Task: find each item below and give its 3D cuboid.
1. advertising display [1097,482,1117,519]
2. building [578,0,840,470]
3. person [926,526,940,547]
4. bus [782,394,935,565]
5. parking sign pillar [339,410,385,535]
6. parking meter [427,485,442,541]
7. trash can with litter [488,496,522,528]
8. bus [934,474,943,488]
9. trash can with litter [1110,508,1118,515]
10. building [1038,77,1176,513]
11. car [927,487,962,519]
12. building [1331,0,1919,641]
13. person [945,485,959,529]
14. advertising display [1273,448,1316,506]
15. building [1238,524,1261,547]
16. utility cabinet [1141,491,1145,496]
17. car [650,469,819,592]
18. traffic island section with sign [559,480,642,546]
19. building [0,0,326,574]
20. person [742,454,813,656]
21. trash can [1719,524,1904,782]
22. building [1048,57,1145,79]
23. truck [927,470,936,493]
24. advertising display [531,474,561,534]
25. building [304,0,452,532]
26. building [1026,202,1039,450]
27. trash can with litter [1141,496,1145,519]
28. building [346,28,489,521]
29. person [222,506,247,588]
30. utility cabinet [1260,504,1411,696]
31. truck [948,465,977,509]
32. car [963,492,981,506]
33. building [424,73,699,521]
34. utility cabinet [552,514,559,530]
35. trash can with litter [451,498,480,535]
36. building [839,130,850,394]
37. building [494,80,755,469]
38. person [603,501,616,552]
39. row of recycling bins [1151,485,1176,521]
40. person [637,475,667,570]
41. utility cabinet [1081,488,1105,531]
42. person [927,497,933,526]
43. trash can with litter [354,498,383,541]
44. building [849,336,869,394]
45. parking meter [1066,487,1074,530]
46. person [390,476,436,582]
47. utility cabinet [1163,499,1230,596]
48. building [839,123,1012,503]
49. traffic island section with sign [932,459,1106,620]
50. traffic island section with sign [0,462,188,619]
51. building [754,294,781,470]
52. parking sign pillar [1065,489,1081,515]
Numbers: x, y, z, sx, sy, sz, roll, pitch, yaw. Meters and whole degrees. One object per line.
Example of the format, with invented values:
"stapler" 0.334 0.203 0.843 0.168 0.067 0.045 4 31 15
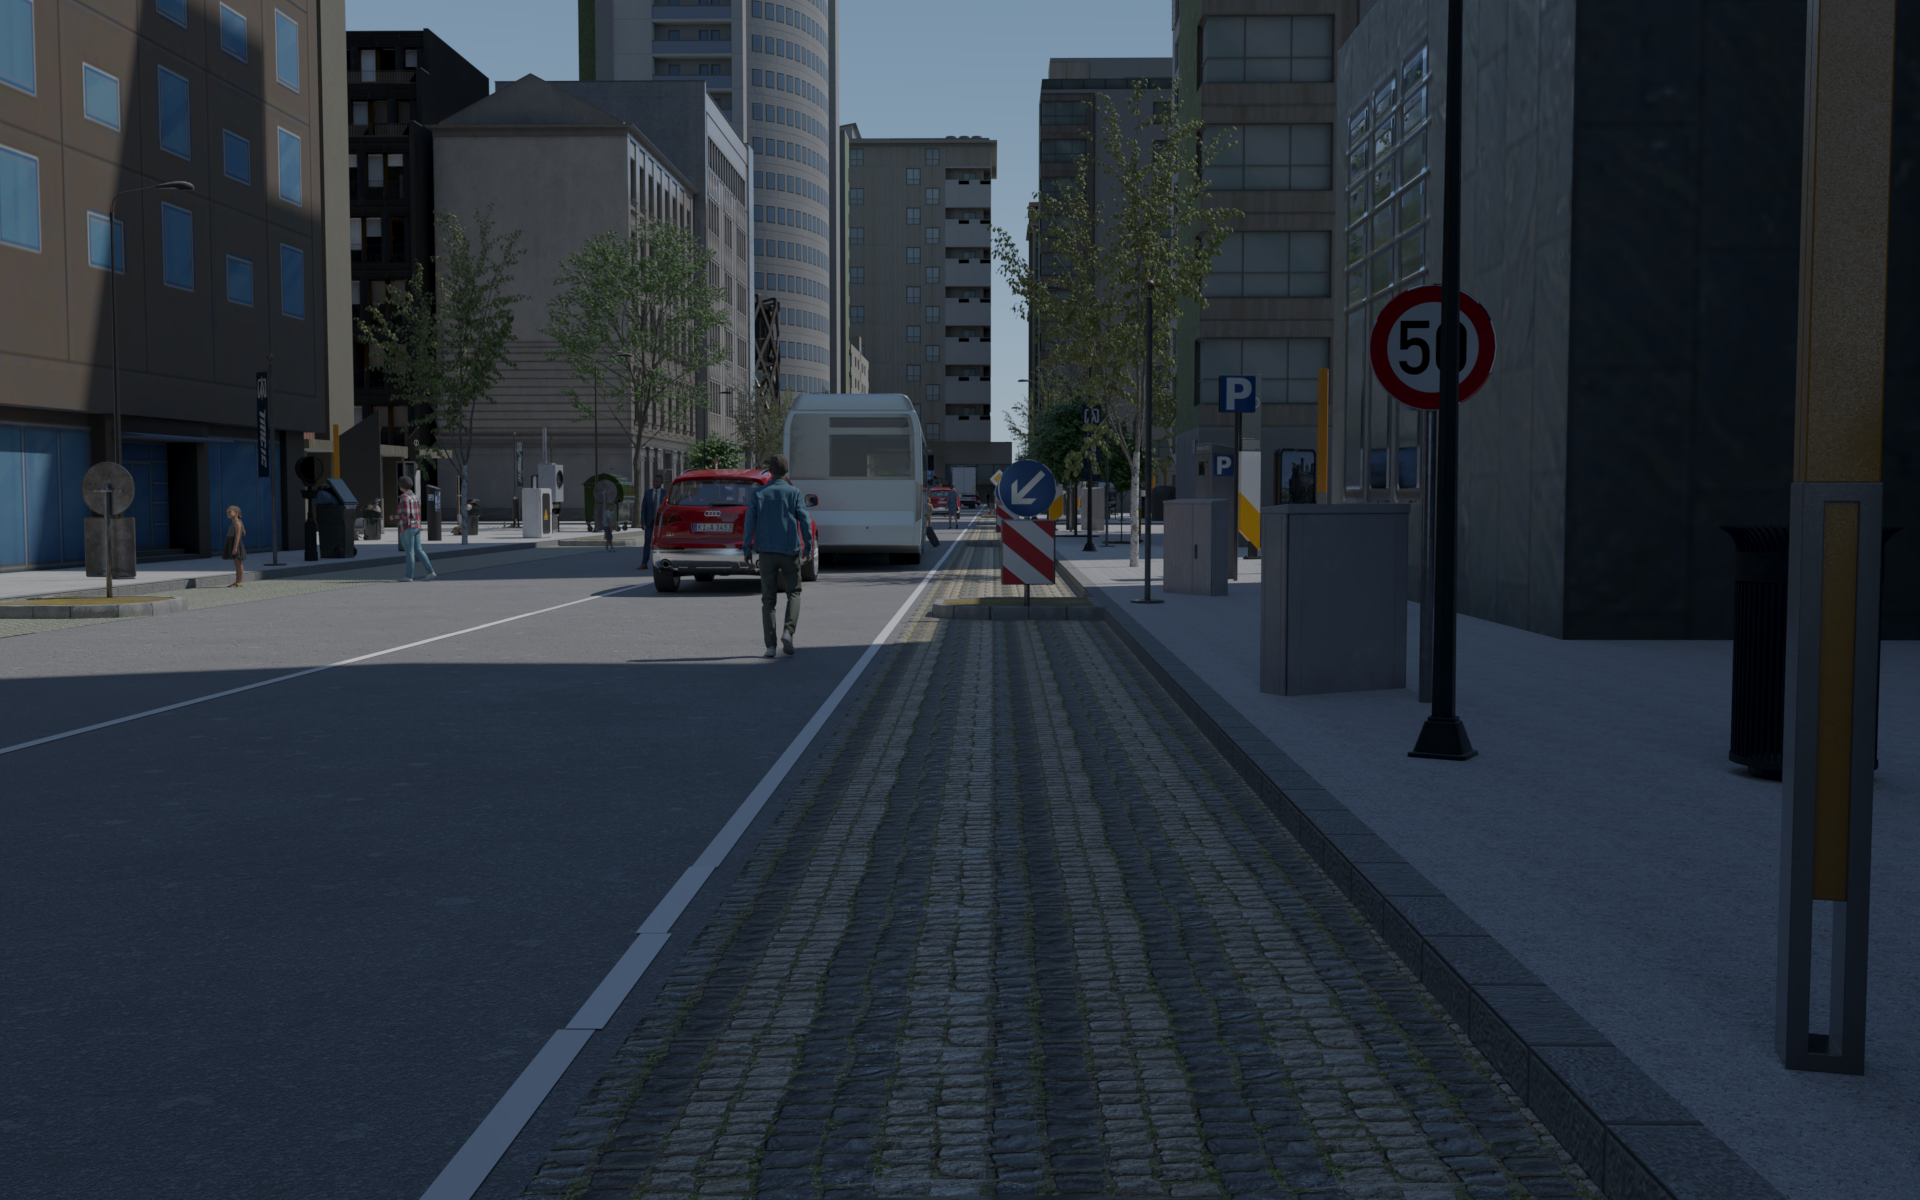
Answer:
"advertising display" 7.442 -5.046 87.709 0.974 1.923 0.123 0 4 7
"building" -23.310 -38.229 167.049 21.231 58.520 28.212 0 4 1
"person" -1.286 -2.314 46.545 1.509 1.804 0.699 -1 4 -11
"bus" -2.049 -2.661 38.368 2.948 3.499 13.247 0 4 -1
"parking sign pillar" -19.179 -4.090 55.345 1.447 3.967 1.447 -1 4 -13
"parking meter" -14.394 -2.385 47.411 0.372 1.533 0.369 0 3 0
"trash can with litter" -16.729 -3.320 65.338 1.678 1.210 2.233 -2 4 -32
"bus" -3.636 -13.270 208.504 2.896 3.916 12.252 0 4 3
"trash can with litter" 9.028 -5.731 104.752 1.678 1.210 2.233 1 4 11
"building" 12.578 -21.549 124.019 14.160 30.474 14.107 0 4 1
"car" -1.016 -5.613 100.448 2.281 1.827 5.304 0 4 -1
"building" 16.356 -42.490 7.376 22.319 86.520 31.000 0 4 1
"person" -0.317 -3.826 71.076 0.581 1.822 0.654 -1 4 -21
"advertising display" 4.756 -1.187 24.623 0.123 1.923 0.974 3 5 41
"building" 12.865 -22.230 47.056 14.154 41.232 14.086 0 4 1
"utility cabinet" 11.711 -6.201 110.072 0.318 1.500 1.173 1 4 17
"car" -3.402 -1.111 26.846 2.281 1.827 5.304 0 4 1
"traffic island section with sign" -9.918 -2.415 48.111 1.989 1.847 2.006 0 4 1
"building" -21.738 -23.356 31.974 14.600 45.320 14.200 0 4 1
"person" -1.602 -0.391 15.244 0.601 1.785 0.444 0 4 -2
"trash can" 3.828 0.233 7.841 0.748 1.137 0.748 0 3 0
"building" 15.368 -29.510 166.090 14.154 41.232 14.086 0 4 1
"truck" -3.712 -11.577 179.036 2.967 4.110 18.799 0 4 1
"advertising display" -14.056 -3.277 58.791 0.974 1.923 0.123 -2 4 -30
"building" -34.705 -24.599 56.826 28.867 44.769 22.147 0 4 1
"building" 22.392 -36.410 249.923 28.867 44.769 22.147 0 4 1
"trash can with litter" 9.612 -4.842 90.556 0.624 1.170 1.055 1 4 21
"building" -33.091 -15.735 86.938 15.834 23.373 12.332 0 4 1
"person" -11.084 -0.811 26.432 0.373 1.253 0.362 -2 4 -33
"utility cabinet" 2.443 -0.009 11.312 1.020 1.237 0.306 -2 4 -28
"truck" 0.299 -11.215 172.283 2.839 4.237 11.283 0 4 -1
"car" 1.450 -12.595 214.604 2.281 1.827 5.304 0 4 3
"building" -19.970 -14.754 90.381 9.793 20.994 18.267 0 4 1
"utility cabinet" -14.893 -3.237 61.609 1.173 1.500 0.318 0 4 -7
"trash can with litter" -15.383 -2.589 53.713 1.055 1.170 0.624 2 4 32
"building" -19.644 -30.930 189.300 14.154 41.232 14.086 0 4 1
"building" -20.335 -17.818 109.339 12.078 24.808 19.932 0 4 1
"person" -8.641 -1.807 42.728 0.352 1.250 0.332 2 4 23
"row of recycling bins" 9.827 -4.679 83.618 1.069 1.692 3.534 1 4 15
"person" -5.822 -1.491 33.053 0.721 1.800 0.419 -1 4 -11
"utility cabinet" 4.568 -3.120 59.696 0.318 1.500 1.173 -2 4 -24
"person" -1.258 -3.312 66.922 0.475 1.303 0.640 0 4 5
"trash can with litter" -16.522 -2.234 47.908 1.055 1.170 0.624 -1 4 -8
"building" -26.675 -22.522 213.278 28.899 21.520 27.650 0 4 1
"parking meter" 3.960 -3.259 61.693 0.372 1.533 0.369 0 3 0
"person" -8.936 -1.157 28.247 0.643 1.720 0.563 0 4 8
"utility cabinet" 3.012 -0.675 22.200 0.306 1.237 1.020 -2 4 -30
"building" -6.183 -40.653 253.907 27.495 52.752 28.713 0 4 1
"traffic island section with sign" 0.676 -0.724 20.462 1.989 1.847 2.006 0 4 1
"traffic island section with sign" -10.441 -0.737 20.686 1.989 1.847 2.006 0 4 1
"building" -21.998 -16.002 129.088 16.820 18.784 16.811 0 4 1
"parking sign pillar" 6.980 -7.250 107.002 1.447 3.967 1.447 -2 4 -24
